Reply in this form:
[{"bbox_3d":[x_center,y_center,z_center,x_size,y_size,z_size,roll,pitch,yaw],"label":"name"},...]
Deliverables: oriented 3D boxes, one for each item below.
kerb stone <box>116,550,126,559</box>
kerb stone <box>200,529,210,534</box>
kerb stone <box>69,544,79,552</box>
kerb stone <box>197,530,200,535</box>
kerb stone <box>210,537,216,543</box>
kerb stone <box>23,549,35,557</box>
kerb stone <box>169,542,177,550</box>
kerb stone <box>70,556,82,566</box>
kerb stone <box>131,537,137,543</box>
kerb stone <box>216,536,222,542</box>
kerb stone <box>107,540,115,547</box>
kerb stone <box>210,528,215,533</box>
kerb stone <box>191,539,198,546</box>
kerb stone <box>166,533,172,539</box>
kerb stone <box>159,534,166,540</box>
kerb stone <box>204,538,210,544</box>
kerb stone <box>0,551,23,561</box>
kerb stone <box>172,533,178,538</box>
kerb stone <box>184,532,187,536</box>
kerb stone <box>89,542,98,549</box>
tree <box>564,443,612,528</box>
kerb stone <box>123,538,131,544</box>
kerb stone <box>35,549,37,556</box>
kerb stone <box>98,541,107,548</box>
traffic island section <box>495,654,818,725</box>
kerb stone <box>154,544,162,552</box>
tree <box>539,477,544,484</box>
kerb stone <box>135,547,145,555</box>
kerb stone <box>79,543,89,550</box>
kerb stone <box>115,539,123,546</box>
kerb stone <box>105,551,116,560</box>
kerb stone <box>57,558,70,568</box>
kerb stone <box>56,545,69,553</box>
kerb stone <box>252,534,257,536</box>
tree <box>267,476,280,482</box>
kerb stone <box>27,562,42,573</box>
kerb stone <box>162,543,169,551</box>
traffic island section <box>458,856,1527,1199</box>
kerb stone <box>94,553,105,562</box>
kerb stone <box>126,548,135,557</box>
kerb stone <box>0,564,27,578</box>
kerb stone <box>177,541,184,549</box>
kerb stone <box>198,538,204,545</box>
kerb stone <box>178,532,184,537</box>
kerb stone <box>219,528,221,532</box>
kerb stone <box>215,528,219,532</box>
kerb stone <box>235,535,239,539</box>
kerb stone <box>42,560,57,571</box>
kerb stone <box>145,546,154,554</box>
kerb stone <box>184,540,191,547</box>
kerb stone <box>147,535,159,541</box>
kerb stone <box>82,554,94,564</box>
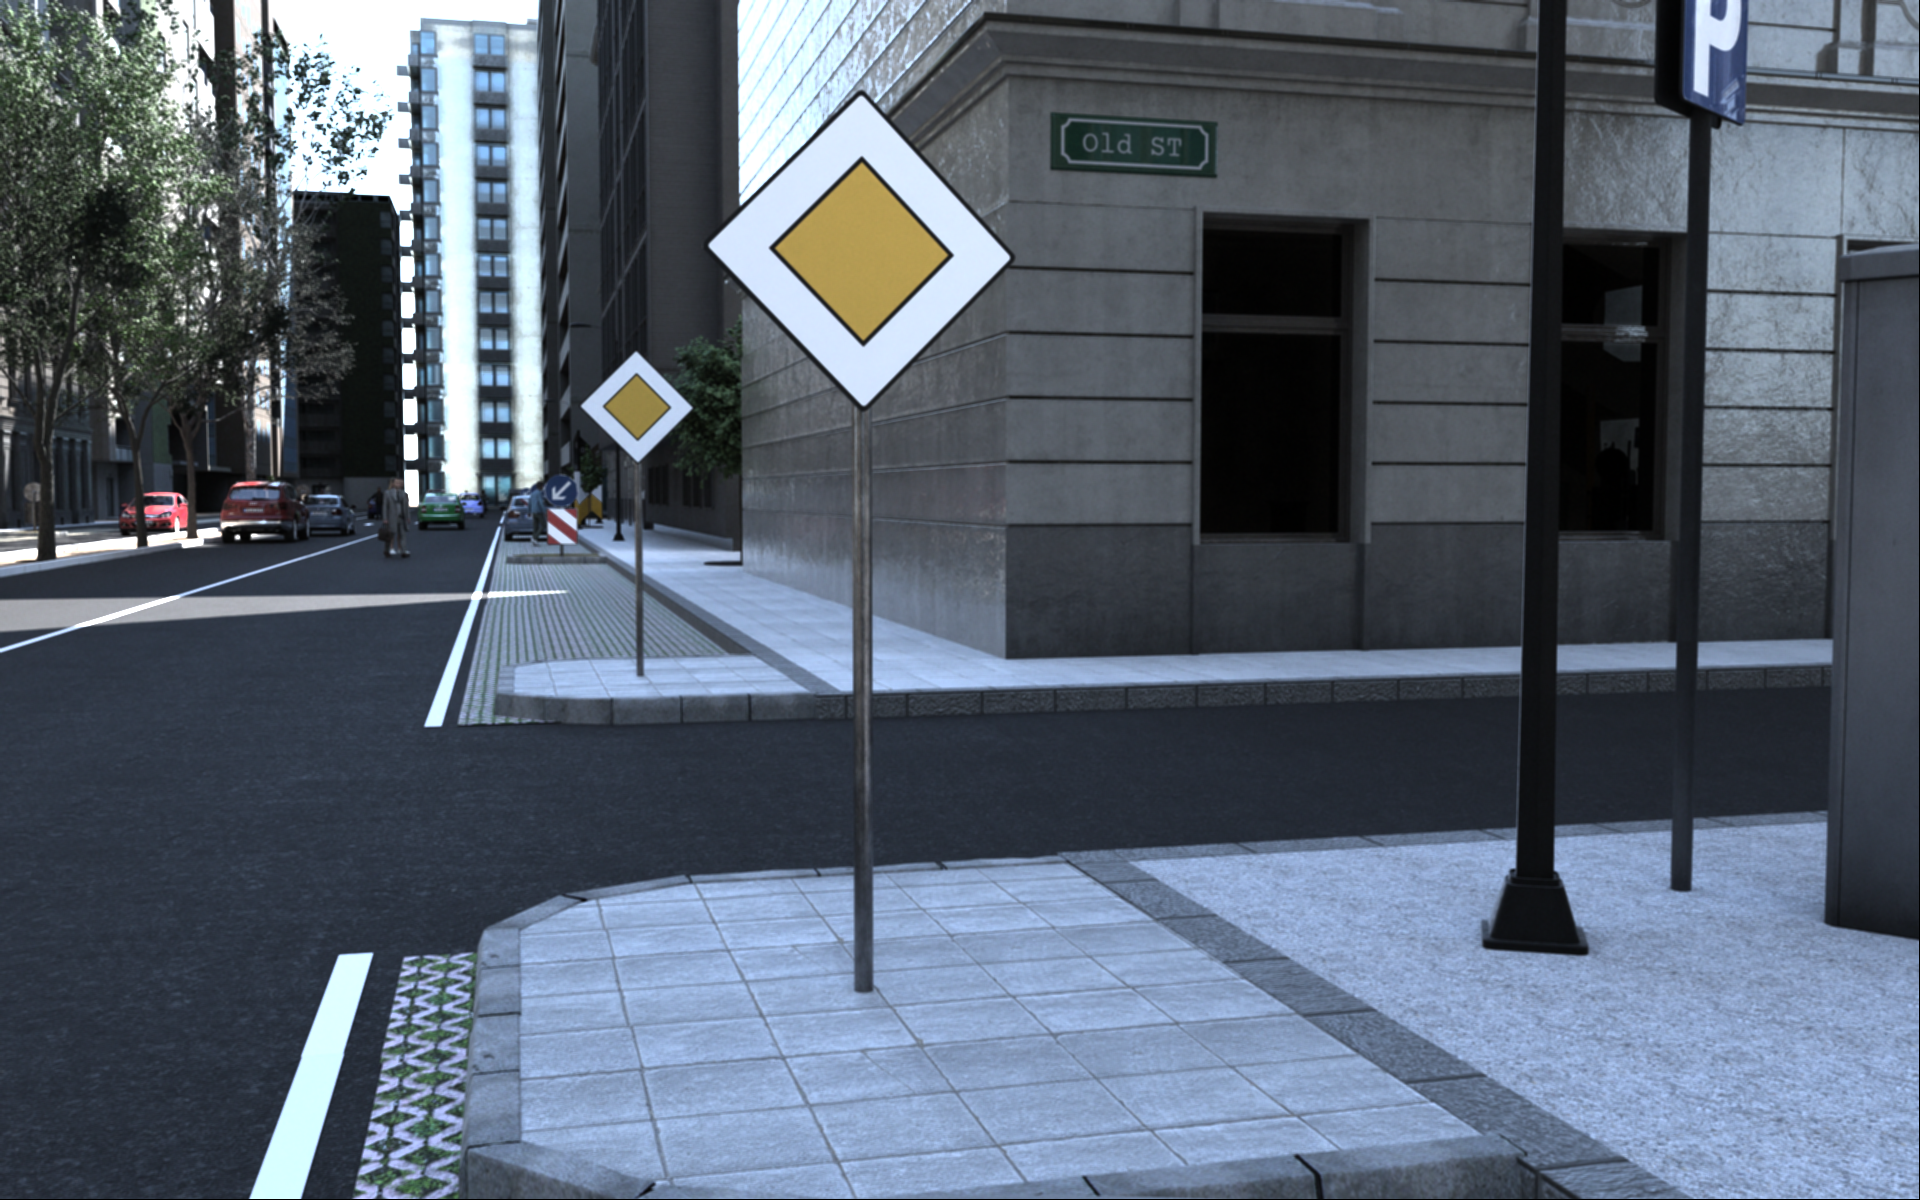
[{"bbox_3d":[-18.851,-1.004,38.662,0.120,0.150,1.000,-1,4,-14],"label":"kerb stone"},{"bbox_3d":[-27.068,-2.425,61.945,0.120,0.150,1.000,-1,4,-14],"label":"kerb stone"},{"bbox_3d":[-22.173,-1.276,43.095,0.120,0.150,1.000,-1,4,-14],"label":"kerb stone"},{"bbox_3d":[-26.548,-2.310,59.963,0.120,0.150,1.000,-1,4,-14],"label":"kerb stone"},{"bbox_3d":[-21.940,-1.736,50.576,0.120,0.150,1.000,-1,4,-14],"label":"kerb stone"},{"bbox_3d":[-21.147,-1.036,39.128,0.120,0.150,1.000,-1,4,-14],"label":"kerb stone"},{"bbox_3d":[-20.406,-1.371,44.618,0.120,0.150,1.000,-1,4,-14],"label":"kerb stone"},{"bbox_3d":[-17.829,-0.764,34.685,0.120,0.150,1.000,-1,4,-14],"label":"kerb stone"},{"bbox_3d":[-23.974,-1.702,50.031,0.120,0.150,1.000,-1,4,-14],"label":"kerb stone"},{"bbox_3d":[-22.197,-1.791,51.566,0.120,0.150,1.000,-1,4,-14],"label":"kerb stone"},{"bbox_3d":[-23.201,-1.521,47.062,0.120,0.150,1.000,-1,4,-14],"label":"kerb stone"},{"bbox_3d":[-27.318,-2.492,62.936,0.120,0.150,1.000,-1,4,-14],"label":"kerb stone"},{"bbox_3d":[-21.168,-1.552,47.605,0.120,0.150,1.000,-1,4,-14],"label":"kerb stone"},{"bbox_3d":[-25.259,-2.006,54.993,0.120,0.150,1.000,-1,4,-14],"label":"kerb stone"},{"bbox_3d":[-25.002,-1.943,53.990,0.120,0.150,1.000,-1,4,-14],"label":"kerb stone"},{"bbox_3d":[-21.690,-1.675,49.583,0.120,0.150,1.000,-1,4,-14],"label":"kerb stone"},{"bbox_3d":[-20.890,-0.972,38.138,0.120,0.150,1.000,-1,4,-14],"label":"kerb stone"},{"bbox_3d":[-25.518,-2.067,55.989,0.120,0.150,1.000,-1,4,-14],"label":"kerb stone"},{"bbox_3d":[-26.042,-2.188,57.973,0.120,0.150,1.000,-1,4,-14],"label":"kerb stone"},{"bbox_3d":[-22.688,-1.391,45.075,0.120,0.150,1.000,-1,4,-14],"label":"kerb stone"},{"bbox_3d":[-14.251,-4.358,65.860,1.663,3.219,1.824,0,3,0],"label":"tree"},{"bbox_3d":[-23.712,-1.642,49.042,0.120,0.150,1.000,-1,4,-14],"label":"kerb stone"},{"bbox_3d":[-21.397,-1.096,40.120,0.120,0.150,1.000,-1,4,-14],"label":"kerb stone"},{"bbox_3d":[-22.943,-1.453,46.073,0.120,0.150,1.000,-1,4,-14],"label":"kerb stone"},{"bbox_3d":[-2.236,0.615,12.228,2.009,0.180,2.903,-1,4,-14],"label":"traffic island section"},{"bbox_3d":[-19.882,-1.250,42.631,0.120,0.150,1.000,-1,4,-14],"label":"kerb stone"},{"bbox_3d":[-38.455,-10.151,160.571,1.663,3.219,1.824,0,3,0],"label":"tree"},{"bbox_3d":[-19.366,-1.128,40.645,0.120,0.150,1.000,-1,4,-14],"label":"kerb stone"},{"bbox_3d":[-22.431,-1.339,44.085,0.120,0.150,1.000,-1,4,-14],"label":"kerb stone"},{"bbox_3d":[-23.456,-1.581,48.052,0.120,0.150,1.000,-1,4,-14],"label":"kerb stone"},{"bbox_3d":[-18.590,-0.944,37.667,0.120,0.150,1.000,-1,4,-14],"label":"kerb stone"},{"bbox_3d":[-17.565,-0.704,33.698,0.120,0.150,1.000,-1,4,-14],"label":"kerb stone"},{"bbox_3d":[-21.915,-1.217,42.098,0.120,0.150,1.000,-1,4,-14],"label":"kerb stone"},{"bbox_3d":[-24.267,-2.278,59.500,0.120,0.150,1.000,-1,4,-14],"label":"kerb stone"},{"bbox_3d":[-55.149,-8.806,138.580,1.663,3.219,1.824,0,3,0],"label":"tree"},{"bbox_3d":[-17.053,-0.582,31.718,0.120,0.150,1.000,-1,4,-14],"label":"kerb stone"},{"bbox_3d":[-20.147,-1.311,43.629,0.120,0.150,1.000,-1,4,-14],"label":"kerb stone"},{"bbox_3d":[-0.231,1.088,4.498,2.009,0.180,2.903,-1,4,-14],"label":"traffic island section"},{"bbox_3d":[-18.333,-0.883,36.677,0.120,0.150,1.000,-1,4,-14],"label":"kerb stone"},{"bbox_3d":[-19.115,-1.068,39.654,0.120,0.150,1.000,-1,4,-14],"label":"kerb stone"},{"bbox_3d":[-16.796,-0.522,30.725,0.120,0.150,1.000,-1,4,-14],"label":"kerb stone"},{"bbox_3d":[-20.665,-1.432,45.623,0.120,0.150,1.000,-1,4,-14],"label":"kerb stone"},{"bbox_3d":[-21.431,-1.615,48.593,0.120,0.150,1.000,-1,4,-14],"label":"kerb stone"},{"bbox_3d":[-25.776,-2.125,56.978,0.120,0.150,1.000,-1,4,-14],"label":"kerb stone"},{"bbox_3d":[-27.830,-2.614,64.929,0.120,0.150,1.000,-1,4,-14],"label":"kerb stone"},{"bbox_3d":[-27.578,-2.552,63.927,0.120,0.150,1.000,-1,4,-14],"label":"kerb stone"},{"bbox_3d":[-23.492,-2.100,56.532,0.120,0.150,1.000,-1,4,-14],"label":"kerb stone"},{"bbox_3d":[-17.305,-0.643,32.709,0.120,0.150,1.000,-1,4,-14],"label":"kerb stone"},{"bbox_3d":[-19.617,-1.189,41.644,0.120,0.150,1.000,-1,4,-14],"label":"kerb stone"},{"bbox_3d":[-20.910,-1.490,46.616,0.120,0.150,1.000,-1,4,-14],"label":"kerb stone"},{"bbox_3d":[-24.741,-1.883,53.001,0.120,0.150,1.000,-1,4,-14],"label":"kerb stone"},{"bbox_3d":[-18.077,-0.825,35.677,0.120,0.150,1.000,-1,4,-14],"label":"kerb stone"}]
